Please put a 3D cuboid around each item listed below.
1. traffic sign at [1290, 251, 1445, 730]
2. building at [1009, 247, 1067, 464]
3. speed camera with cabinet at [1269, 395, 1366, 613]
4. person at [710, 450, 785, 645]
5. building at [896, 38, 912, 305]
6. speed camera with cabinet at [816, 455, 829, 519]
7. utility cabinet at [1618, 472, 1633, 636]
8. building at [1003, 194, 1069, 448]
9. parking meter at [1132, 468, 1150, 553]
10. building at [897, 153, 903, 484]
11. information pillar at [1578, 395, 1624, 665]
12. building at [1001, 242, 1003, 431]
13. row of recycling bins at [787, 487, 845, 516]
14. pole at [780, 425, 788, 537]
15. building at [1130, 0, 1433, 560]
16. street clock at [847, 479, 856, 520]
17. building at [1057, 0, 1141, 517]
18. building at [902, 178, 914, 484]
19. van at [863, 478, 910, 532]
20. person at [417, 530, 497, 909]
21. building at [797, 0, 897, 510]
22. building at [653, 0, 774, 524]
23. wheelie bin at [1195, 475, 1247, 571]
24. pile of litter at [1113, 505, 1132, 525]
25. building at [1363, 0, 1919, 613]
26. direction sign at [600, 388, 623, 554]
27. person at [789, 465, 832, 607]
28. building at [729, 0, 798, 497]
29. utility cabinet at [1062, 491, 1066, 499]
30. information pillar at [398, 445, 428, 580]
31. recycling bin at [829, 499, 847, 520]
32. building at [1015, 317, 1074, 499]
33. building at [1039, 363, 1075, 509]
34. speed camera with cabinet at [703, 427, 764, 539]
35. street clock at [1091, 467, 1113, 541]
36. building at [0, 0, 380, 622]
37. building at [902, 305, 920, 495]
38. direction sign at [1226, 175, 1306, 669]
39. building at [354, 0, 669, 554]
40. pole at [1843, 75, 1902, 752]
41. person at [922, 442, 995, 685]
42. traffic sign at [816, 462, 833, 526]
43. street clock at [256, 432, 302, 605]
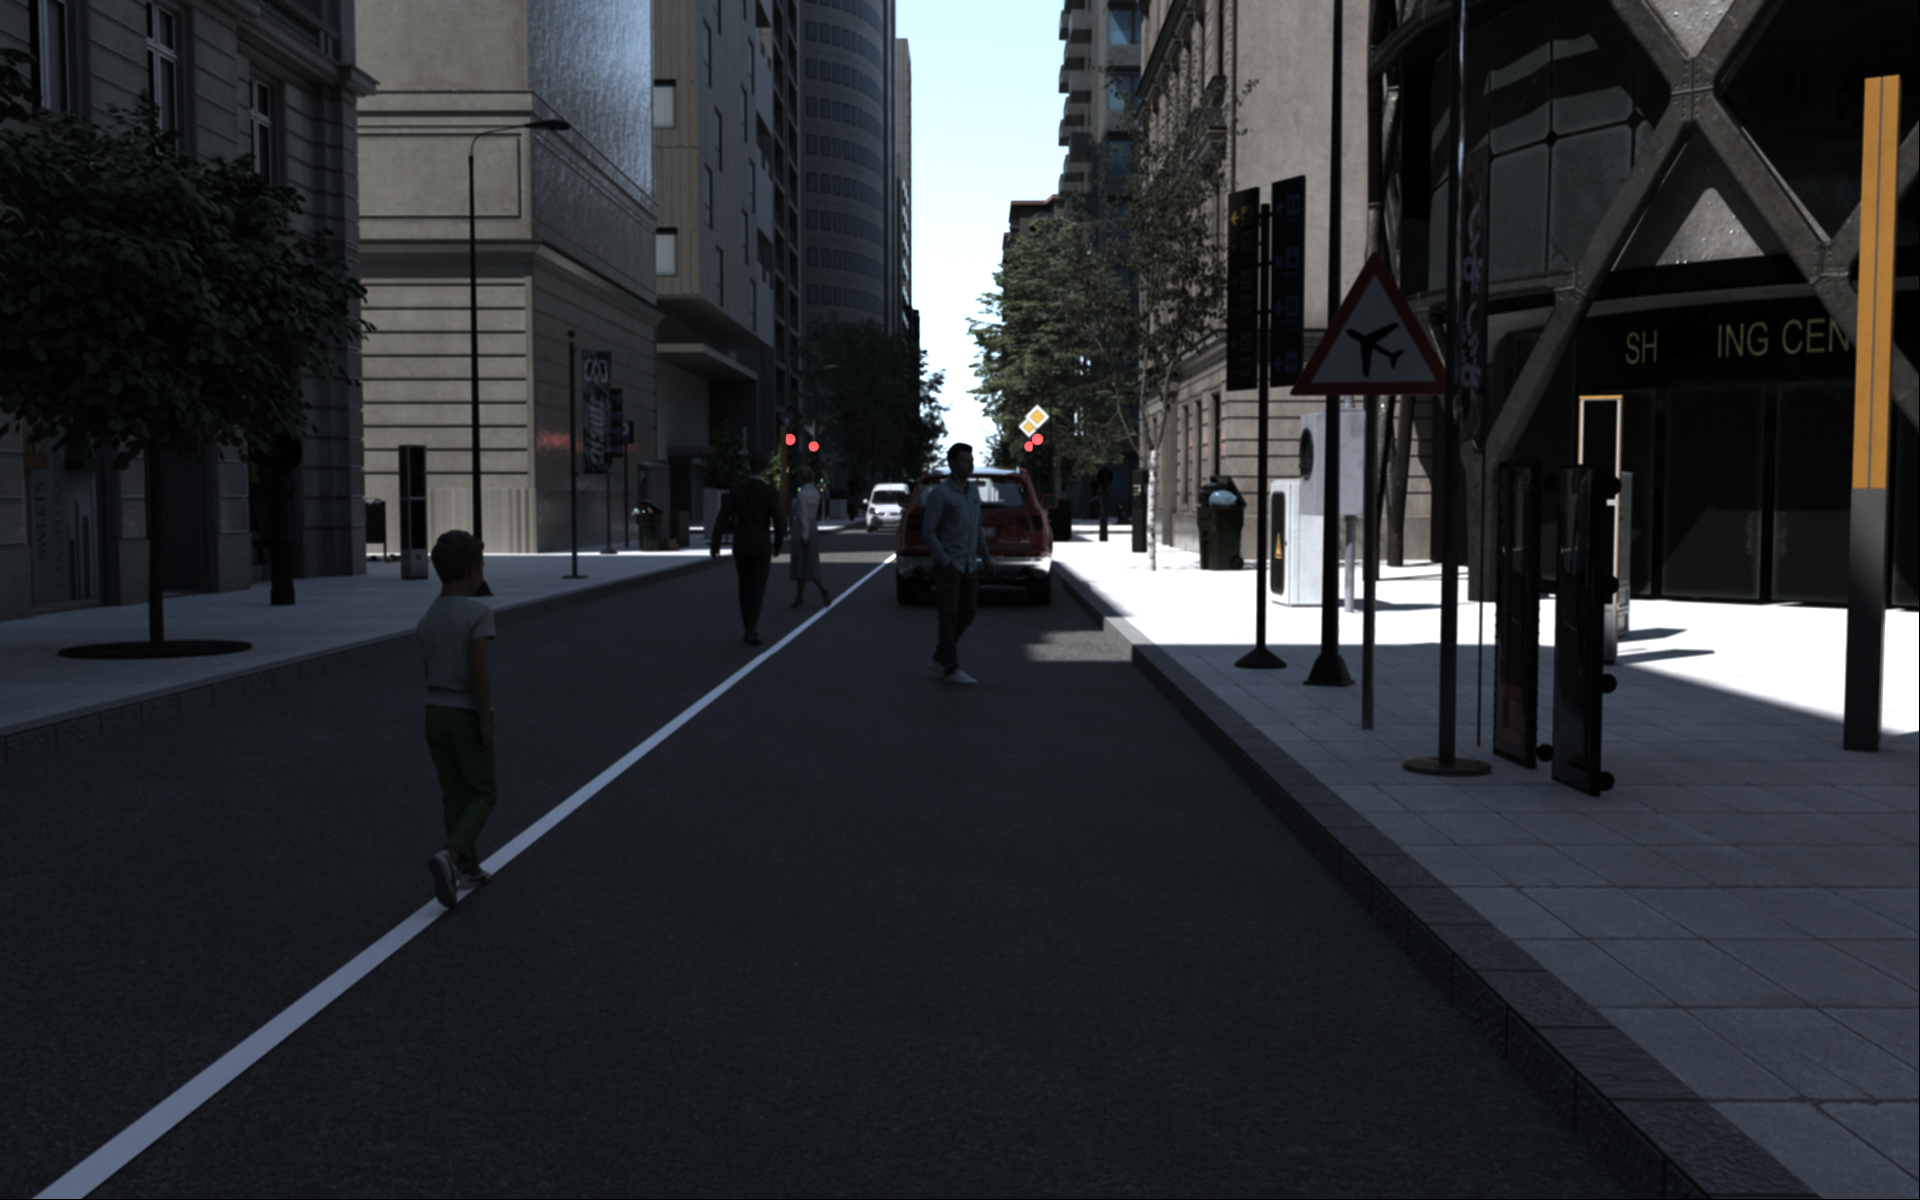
[{"bbox_3d":[2.226,-0.574,9.386,0.884,2.594,0.081,0,4,4],"label":"traffic sign"},{"bbox_3d":[13.315,-26.417,203.623,14.160,30.474,14.107,0,4,0],"label":"building"},{"bbox_3d":[3.985,-1.536,19.445,0.660,3.252,2.038,0,4,-3],"label":"speed camera with cabinet"},{"bbox_3d":[-1.982,-0.511,16.625,0.659,1.850,0.755,1,4,11],"label":"person"},{"bbox_3d":[-15.852,-51.320,277.337,20.563,71.187,20.611,0,4,0],"label":"building"},{"bbox_3d":[-7.465,-5.783,88.895,0.660,3.252,2.038,-2,4,-34],"label":"speed camera with cabinet"},{"bbox_3d":[5.632,-0.401,15.238,0.318,1.500,1.173,2,4,33],"label":"utility cabinet"},{"bbox_3d":[18.041,-36.567,252.488,22.147,44.769,28.867,0,4,0],"label":"building"},{"bbox_3d":[3.970,-1.979,38.061,0.255,1.863,0.399,2,4,34],"label":"parking meter"},{"bbox_3d":[-13.983,-31.690,201.722,14.154,41.232,14.086,0,4,0],"label":"building"},{"bbox_3d":[4.829,-0.526,13.096,0.304,2.012,0.304,1,4,22],"label":"information pillar"},{"bbox_3d":[17.787,-38.366,281.906,22.147,44.769,28.867,0,4,0],"label":"building"},{"bbox_3d":[-8.419,-5.720,100.641,3.534,1.692,1.069,-1,4,-10],"label":"row of recycling bins"},{"bbox_3d":[-5.197,-3.505,51.152,0.158,3.312,0.155,0,3,0],"label":"pole"},{"bbox_3d":[9.834,-10.854,42.096,10.561,19.102,19.286,0,4,0],"label":"building"},{"bbox_3d":[-5.312,-4.918,84.985,0.358,2.002,0.471,3,4,37],"label":"street clock"},{"bbox_3d":[17.587,-29.846,107.590,23.786,49.044,30.456,0,4,0],"label":"building"},{"bbox_3d":[-18.534,-37.810,237.805,23.786,49.044,30.456,0,4,0],"label":"building"},{"bbox_3d":[-2.652,-3.606,65.972,2.013,2.044,4.112,0,4,0],"label":"van"},{"bbox_3d":[-1.779,0.406,6.117,0.306,1.304,0.590,0,4,4],"label":"person"},{"bbox_3d":[-17.681,-38.998,179.610,21.231,58.520,28.212,0,4,0],"label":"building"},{"bbox_3d":[-22.953,-29.788,76.269,28.713,52.752,27.495,0,4,0],"label":"building"},{"bbox_3d":[4.392,-1.302,29.203,0.693,1.594,0.980,-1,4,-22],"label":"wheelie bin"},{"bbox_3d":[6.978,-3.560,72.172,1.176,0.858,1.719,0,4,3],"label":"pile of litter"},{"bbox_3d":[14.053,-9.578,24.055,16.820,18.784,16.811,0,4,0],"label":"building"},{"bbox_3d":[-7.532,-2.754,37.031,0.379,3.537,0.876,2,4,34],"label":"direction sign"},{"bbox_3d":[-1.890,-0.802,21.845,0.641,1.798,0.478,3,4,38],"label":"person"},{"bbox_3d":[-18.859,-41.133,110.773,20.563,71.187,20.611,0,4,0],"label":"building"},{"bbox_3d":[8.409,-7.615,133.186,1.173,1.500,0.318,0,4,-3],"label":"utility cabinet"},{"bbox_3d":[-8.224,-1.319,26.063,0.304,2.012,0.304,-3,5,-43],"label":"information pillar"},{"bbox_3d":[-6.162,-4.588,87.561,0.722,1.027,0.722,1,4,18],"label":"recycling bin"},{"bbox_3d":[19.980,-20.632,182.376,27.650,21.520,28.899,0,4,0],"label":"building"},{"bbox_3d":[22.829,-28.280,154.259,32.217,40.220,23.993,0,4,0],"label":"building"},{"bbox_3d":[-6.551,-3.416,50.193,0.660,3.252,2.038,2,4,34],"label":"speed camera with cabinet"},{"bbox_3d":[3.891,-2.588,46.892,0.471,2.002,0.358,-1,4,-16],"label":"street clock"},{"bbox_3d":[-15.489,-10.634,15.674,13.314,21.916,24.055,0,4,0],"label":"building"},{"bbox_3d":[-13.206,-29.900,260.567,14.160,30.474,14.107,0,4,0],"label":"building"},{"bbox_3d":[2.237,-1.271,12.781,0.379,3.537,0.876,-2,4,-28],"label":"direction sign"},{"bbox_3d":[-23.272,-12.886,43.962,30.059,22.955,16.112,0,4,0],"label":"building"},{"bbox_3d":[4.537,-0.903,8.609,0.158,3.312,0.155,0,3,0],"label":"pole"},{"bbox_3d":[-0.061,-0.289,13.249,0.620,1.820,0.660,2,4,35],"label":"person"},{"bbox_3d":[-5.414,-4.191,68.625,0.768,2.556,0.104,0,4,6],"label":"traffic sign"},{"bbox_3d":[-7.845,-0.944,20.006,0.358,2.002,0.471,2,4,28],"label":"street clock"}]
